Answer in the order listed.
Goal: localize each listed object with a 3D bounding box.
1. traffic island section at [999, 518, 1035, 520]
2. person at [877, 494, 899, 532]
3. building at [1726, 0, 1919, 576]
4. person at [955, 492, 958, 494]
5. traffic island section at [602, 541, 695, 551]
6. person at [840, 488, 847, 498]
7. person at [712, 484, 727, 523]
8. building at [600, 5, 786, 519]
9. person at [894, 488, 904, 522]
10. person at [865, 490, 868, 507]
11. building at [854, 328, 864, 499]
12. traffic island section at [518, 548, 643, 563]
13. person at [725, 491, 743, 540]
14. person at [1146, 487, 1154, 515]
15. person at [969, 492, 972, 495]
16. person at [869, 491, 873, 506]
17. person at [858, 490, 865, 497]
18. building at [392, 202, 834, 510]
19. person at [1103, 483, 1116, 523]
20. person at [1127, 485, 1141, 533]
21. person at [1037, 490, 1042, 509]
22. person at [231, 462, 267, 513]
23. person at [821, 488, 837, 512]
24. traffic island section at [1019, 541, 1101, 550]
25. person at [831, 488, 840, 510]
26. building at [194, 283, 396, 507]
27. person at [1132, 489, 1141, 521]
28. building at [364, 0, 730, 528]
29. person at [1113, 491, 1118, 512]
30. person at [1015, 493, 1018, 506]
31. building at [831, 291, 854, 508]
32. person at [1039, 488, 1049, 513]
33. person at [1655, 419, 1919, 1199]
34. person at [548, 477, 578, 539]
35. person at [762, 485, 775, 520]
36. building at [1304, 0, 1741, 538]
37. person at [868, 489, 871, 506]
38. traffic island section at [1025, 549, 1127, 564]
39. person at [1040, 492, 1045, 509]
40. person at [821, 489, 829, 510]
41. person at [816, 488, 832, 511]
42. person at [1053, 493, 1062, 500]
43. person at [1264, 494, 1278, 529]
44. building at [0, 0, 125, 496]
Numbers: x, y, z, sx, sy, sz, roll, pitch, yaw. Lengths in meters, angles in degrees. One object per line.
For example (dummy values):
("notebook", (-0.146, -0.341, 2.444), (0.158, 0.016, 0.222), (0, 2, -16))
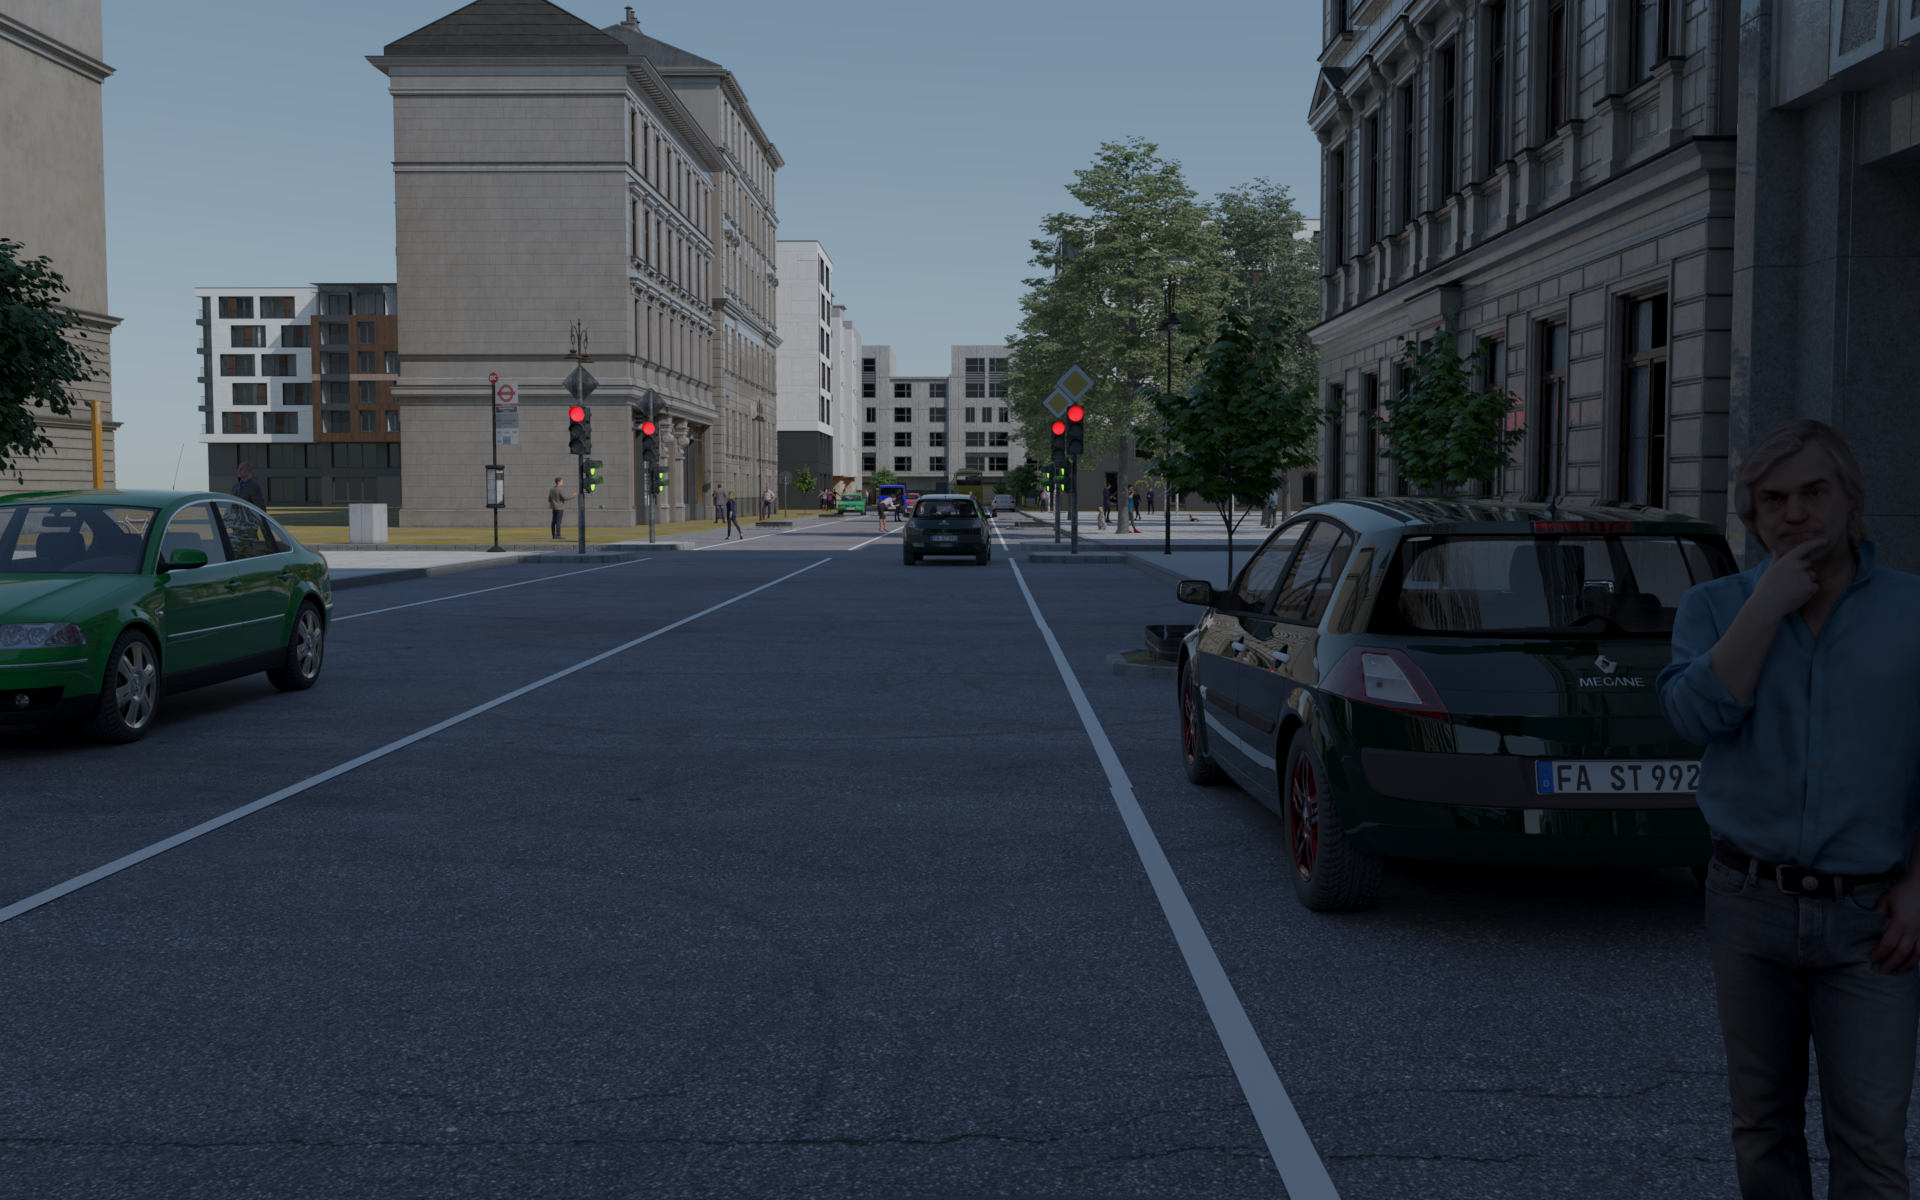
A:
("traffic island section", (3.156, -4.521, 96.782), (1.991, 0.108, 1.994), (0, 4, 1))
("person", (-2.749, -3.294, 65.545), (0.628, 1.438, 0.799), (2, 4, 30))
("building", (12.532, -11.394, 4.317), (12.078, 24.808, 19.932), (0, 4, 1))
("person", (-0.135, -6.474, 116.569), (0.590, 1.554, 0.614), (1, 4, 22))
("traffic island section", (-8.071, -1.408, 45.303), (2.009, 0.180, 2.903), (0, 4, 1))
("person", (-9.340, -8.207, 140.953), (0.721, 1.735, 1.217), (3, 5, 44))
("person", (-10.564, -4.235, 76.104), (0.655, 1.722, 0.431), (-1, 4, -11))
("building", (-17.544, -18.480, 99.412), (12.463, 27.353, 25.104), (0, 4, 1))
("person", (-3.161, -4.942, 90.115), (0.431, 1.722, 0.655), (1, 4, 20))
("person", (-9.219, -9.941, 169.516), (0.436, 1.711, 0.756), (0, 4, -1))
("building", (-26.897, -19.585, 186.679), (31.486, 18.905, 16.747), (0, 4, 1))
("traffic island section", (-8.162, -0.920, 37.318), (2.009, 0.180, 2.903), (0, 4, 1))
("person", (-7.119, -2.656, 54.471), (0.613, 1.512, 0.480), (0, 4, 1))
("person", (11.885, -6.216, 108.381), (0.576, 1.737, 0.504), (2, 4, 27))
("person", (0.482, -4.994, 92.423), (0.388, 1.546, 0.482), (-2, 4, -32))
("person", (-9.619, -10.977, 186.986), (0.593, 1.643, 0.415), (2, 4, 24))
("person", (-10.499, -10.768, 182.780), (1.217, 1.739, 0.721), (-3, 5, -44))
("building", (-25.391, -17.962, 137.656), (27.936, 21.610, 32.646), (0, 4, 1))
("person", (6.705, -4.356, 77.719), (0.568, 1.767, 0.683), (1, 4, 13))
("person", (5.595, -2.988, 56.762), (0.662, 1.594, 0.647), (-1, 4, -11))
("person", (6.902, -8.686, 149.521), (0.593, 1.643, 0.415), (-1, 4, -22))
("person", (-10.678, -1.177, 25.846), (0.990, 1.755, 0.434), (2, 4, 33))
("person", (-9.632, -7.370, 127.219), (1.217, 1.739, 0.721), (0, 4, -1))
("traffic island section", (2.569, -1.400, 45.177), (2.009, 0.180, 2.903), (0, 4, 1))
("person", (-10.351, -8.340, 142.923), (1.217, 1.766, 0.721), (0, 4, -8))
("building", (-59.022, -20.649, 181.589), (32.646, 21.610, 27.936), (0, 4, 1))
("person", (8.563, -4.600, 83.798), (0.480, 1.512, 0.613), (1, 4, 23))
("building", (-16.979, -13.209, 66.871), (10.553, 20.767, 40.483), (0, 4, 1))
("person", (11.691, -7.412, 127.365), (1.348, 1.807, 0.705), (0, 4, 6))
("person", (6.000, -10.582, 182.321), (0.557, 1.426, 1.065), (1, 4, 21))
("building", (-18.501, -18.543, 159.597), (16.016, 20.091, 11.380), (0, 4, 1))
("person", (5.793, -6.885, 119.555), (0.436, 1.711, 0.756), (-3, 4, -36))
("person", (1.412, 0.483, 2.820), (0.429, 1.552, 0.499), (-2, 4, -34))
("person", (-11.314, -2.621, 49.421), (0.750, 1.759, 0.617), (-2, 4, -34))
("person", (-9.548, -4.817, 85.734), (0.756, 1.711, 0.436), (2, 4, 33))
("building", (11.426, -9.757, 24.150), (10.561, 19.102, 19.286), (0, 4, 1))
("person", (-9.886, -11.186, 188.921), (0.705, 1.826, 1.348), (-1, 4, -15))
("traffic island section", (2.478, -0.912, 37.193), (2.009, 0.180, 2.903), (0, 4, 1))
("person", (7.094, -8.504, 148.313), (0.421, 1.427, 0.697), (2, 4, 24))
("person", (-10.787, -8.030, 138.128), (0.445, 1.727, 0.742), (3, 5, 39))
("person", (-10.386, -7.686, 132.495), (1.217, 1.735, 0.721), (-1, 4, -20))
("person", (6.214, -6.338, 110.353), (0.600, 1.739, 0.565), (0, 4, 3))
("person", (11.544, -3.416, 64.106), (0.499, 1.552, 0.429), (-1, 4, -9))
("building", (-46.530, -14.334, 53.448), (34.723, 24.649, 14.460), (0, 4, 1))
